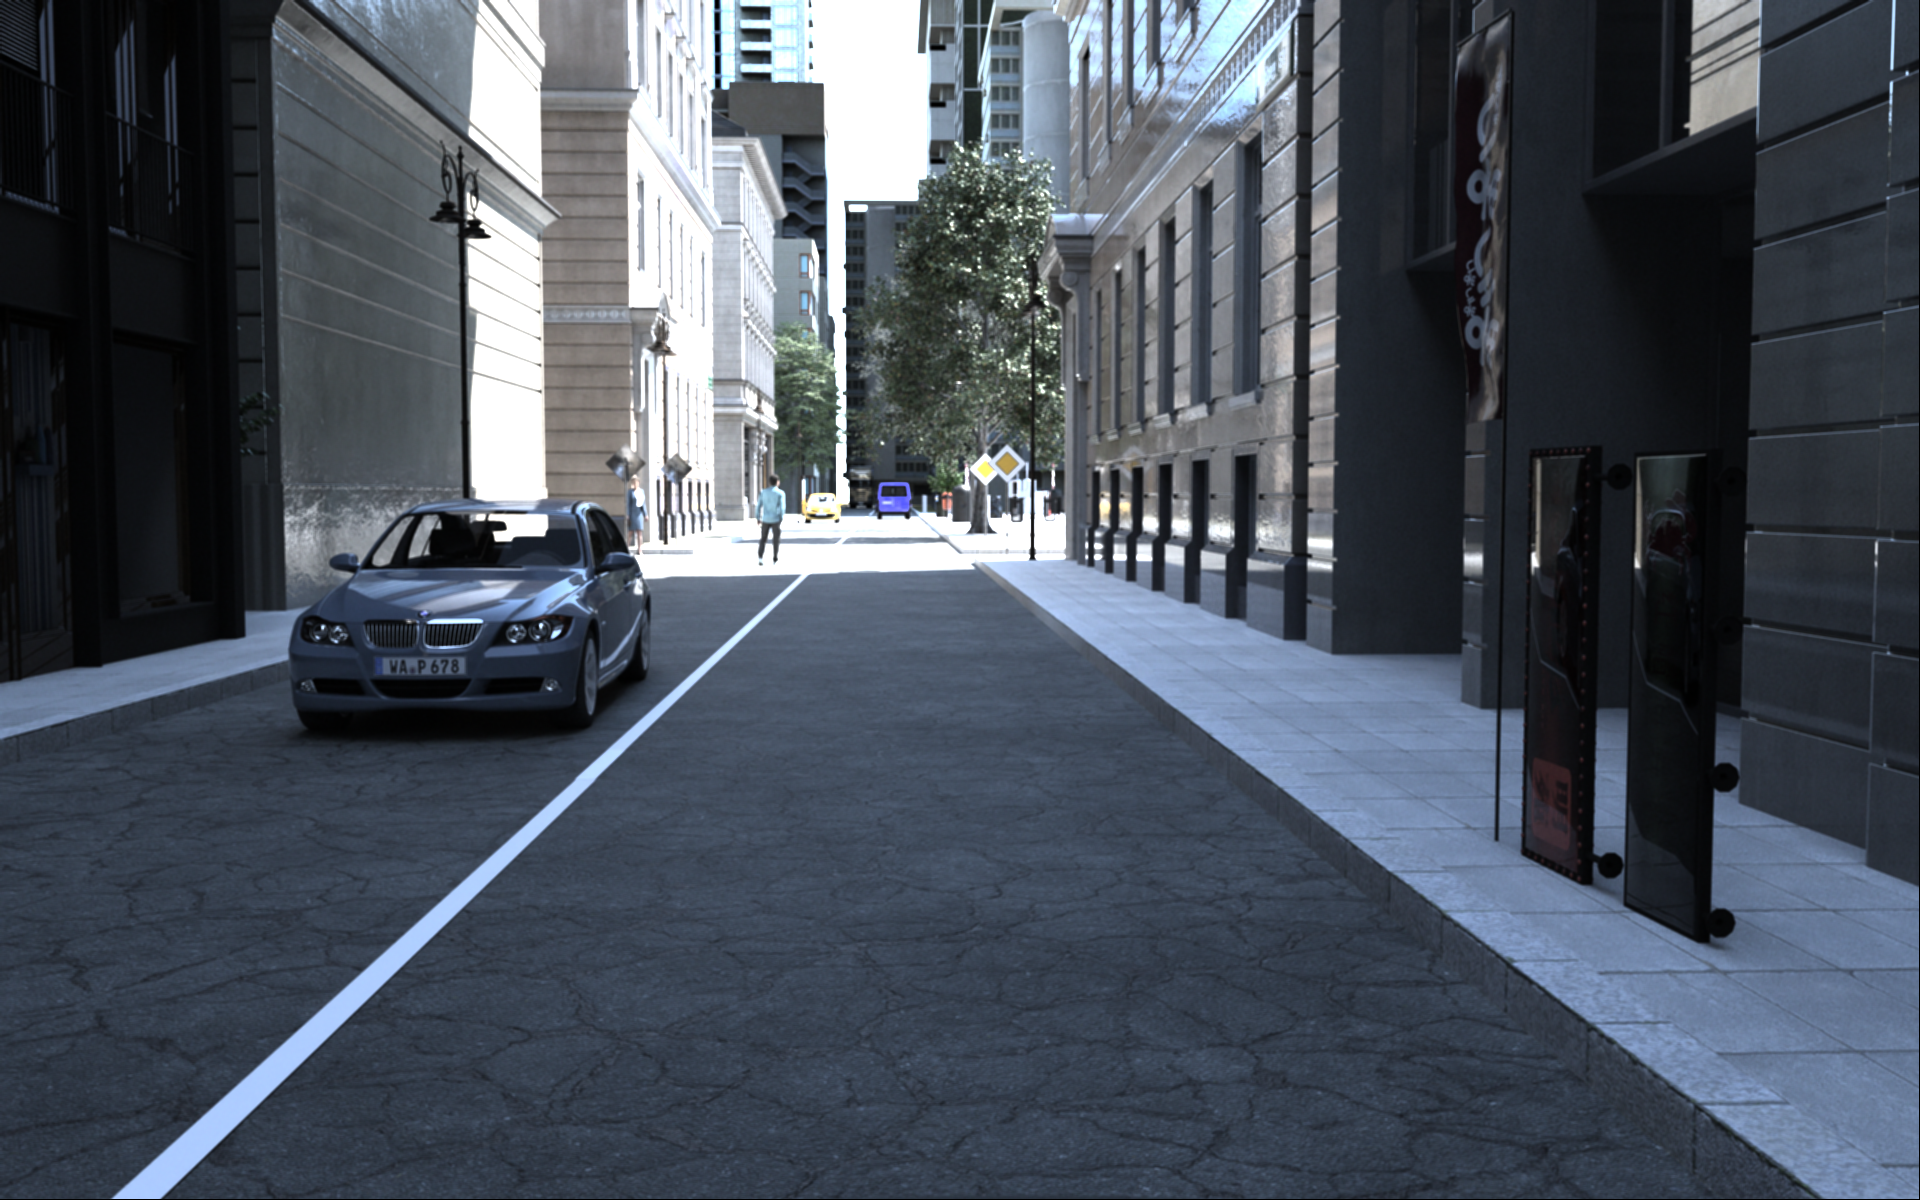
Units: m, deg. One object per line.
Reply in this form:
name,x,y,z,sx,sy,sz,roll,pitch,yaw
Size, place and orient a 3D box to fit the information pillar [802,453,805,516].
information pillar,-9.032,-6.637,99.862,0.183,3.616,0.504,0,4,4

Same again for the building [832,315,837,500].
building,-25.809,-19.333,161.128,27.650,21.520,28.899,0,4,-2

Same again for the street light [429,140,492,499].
street light,-6.630,-3.080,23.151,0.468,5.910,1.993,0,4,-2

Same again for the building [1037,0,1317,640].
building,8.673,-14.578,24.258,13.634,28.700,20.117,0,4,-2

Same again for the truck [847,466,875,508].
truck,-10.100,-11.501,176.946,2.839,4.237,11.283,0,4,-3

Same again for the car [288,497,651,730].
car,-3.216,-0.005,12.090,2.014,1.417,4.499,0,4,-3

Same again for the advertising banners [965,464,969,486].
advertising banners,0.731,-6.366,100.270,0.090,3.025,2.074,2,4,27

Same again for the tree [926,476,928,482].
tree,-1.084,-6.081,94.031,1.663,3.219,1.824,0,3,0

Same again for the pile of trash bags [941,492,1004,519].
pile of trash bags,0.666,-4.928,90.328,3.447,1.369,1.912,1,4,17

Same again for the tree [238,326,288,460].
tree,-7.704,-1.360,16.834,1.663,3.219,1.824,0,3,0

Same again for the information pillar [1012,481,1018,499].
information pillar,3.149,-5.826,99.746,0.304,2.012,0.304,-1,4,-8

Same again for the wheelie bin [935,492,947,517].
wheelie bin,-0.931,-5.440,96.846,0.693,1.594,0.980,3,5,43

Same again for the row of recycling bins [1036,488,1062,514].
row of recycling bins,5.469,-6.622,115.382,1.069,1.692,3.534,-3,5,-41

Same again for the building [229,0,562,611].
building,-21.913,-11.727,25.025,30.059,22.955,16.112,0,4,-2

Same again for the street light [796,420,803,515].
street light,-9.889,-8.174,106.438,0.468,5.910,1.993,0,4,-2

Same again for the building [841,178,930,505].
building,-2.606,-32.050,215.890,23.993,40.220,32.217,0,4,-2

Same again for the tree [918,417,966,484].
tree,-1.214,-10.286,118.540,4.360,8.622,3.978,0,3,0

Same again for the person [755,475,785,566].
person,-3.825,-1.604,34.739,0.660,1.820,0.620,1,4,14

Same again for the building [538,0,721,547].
building,-14.509,-16.204,50.843,13.634,28.700,20.117,0,4,-2

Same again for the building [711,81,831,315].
building,-21.210,-32.729,185.224,14.200,45.320,14.600,0,4,-2

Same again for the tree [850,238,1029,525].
tree,0.422,-9.823,70.984,12.009,13.543,11.850,0,3,0

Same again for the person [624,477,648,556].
person,-7.412,-1.895,39.514,0.581,1.822,0.654,-2,4,-31

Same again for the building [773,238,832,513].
building,-24.315,-17.510,131.332,27.650,21.520,28.899,0,4,-2

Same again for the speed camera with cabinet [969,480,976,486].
speed camera with cabinet,1.043,-7.112,110.621,0.660,3.252,2.038,1,4,10

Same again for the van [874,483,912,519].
van,-3.813,-5.808,99.340,2.240,2.365,5.245,0,4,-3

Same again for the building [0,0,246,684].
building,-12.243,-10.827,6.692,12.332,23.373,15.834,0,4,-2

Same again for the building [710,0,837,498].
building,-30.676,-54.860,209.634,31.000,86.520,22.319,0,4,-2

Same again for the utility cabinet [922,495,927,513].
utility cabinet,-2.391,-6.469,116.933,0.306,1.237,1.020,0,4,-4

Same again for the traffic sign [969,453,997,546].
traffic sign,0.625,-2.376,42.485,0.795,2.450,0.064,0,4,-2

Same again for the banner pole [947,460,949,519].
banner pole,-0.609,-5.984,87.854,0.401,3.779,0.863,0,4,-1

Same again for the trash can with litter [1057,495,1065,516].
trash can with litter,6.630,-5.573,102.184,2.233,1.210,1.678,-1,4,-16

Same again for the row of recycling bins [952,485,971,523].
row of recycling bins,0.413,-4.388,78.860,1.069,1.692,3.534,1,4,17

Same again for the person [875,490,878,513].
person,-6.361,-7.635,134.135,0.742,1.727,0.445,3,5,43

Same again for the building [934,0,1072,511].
building,14.290,-26.980,132.996,32.217,40.220,23.993,0,4,-2

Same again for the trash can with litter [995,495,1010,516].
trash can with litter,2.549,-5.719,104.562,1.678,1.210,2.233,2,4,27

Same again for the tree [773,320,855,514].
tree,-10.545,-11.927,113.126,7.486,12.596,7.792,0,3,0

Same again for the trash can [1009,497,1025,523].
trash can,2.515,-3.966,76.490,0.748,1.137,0.748,0,3,0

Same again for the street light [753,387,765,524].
street light,-8.665,-6.239,74.789,0.468,5.910,1.993,0,4,-2

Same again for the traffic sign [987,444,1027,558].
traffic sign,0.937,-1.888,34.506,0.795,2.450,0.064,0,4,-2

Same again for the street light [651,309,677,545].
street light,-7.393,-4.317,43.377,0.468,5.910,1.993,0,4,-2

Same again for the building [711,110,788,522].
building,-14.522,-14.094,81.351,10.553,20.767,40.483,0,4,-2

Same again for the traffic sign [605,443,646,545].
traffic sign,-6.603,-1.871,34.233,0.795,2.450,0.064,0,4,-2

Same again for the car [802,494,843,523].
car,-6.821,-4.631,85.938,2.015,1.641,3.980,0,4,-3

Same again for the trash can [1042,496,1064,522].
trash can,4.151,-4.178,79.963,0.748,1.137,0.748,0,3,0

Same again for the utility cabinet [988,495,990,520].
utility cabinet,1.057,-4.586,86.150,0.306,1.237,1.020,3,5,40

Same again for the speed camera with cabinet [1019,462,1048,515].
speed camera with cabinet,4.718,-6.886,106.923,0.660,3.252,2.038,-3,4,-37

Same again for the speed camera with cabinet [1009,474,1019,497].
speed camera with cabinet,3.818,-7.085,110.173,0.660,3.252,2.038,2,4,30

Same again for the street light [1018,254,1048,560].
street light,1.412,-3.718,33.581,0.468,5.910,1.993,0,4,-2

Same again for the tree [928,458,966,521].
tree,-0.566,-5.374,82.466,1.663,3.219,1.824,0,3,0

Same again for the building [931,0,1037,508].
building,7.923,-43.812,154.579,20.563,71.187,20.611,0,4,-2

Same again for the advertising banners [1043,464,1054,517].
advertising banners,5.003,-6.173,97.112,0.090,3.025,2.074,1,4,21

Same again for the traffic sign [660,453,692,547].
traffic sign,-6.914,-2.359,42.212,0.795,2.450,0.064,0,4,-2

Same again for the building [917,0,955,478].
building,10.087,-36.086,179.252,28.713,52.752,27.495,0,4,-2

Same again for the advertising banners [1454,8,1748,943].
advertising banners,2.036,-0.588,5.798,0.090,3.025,2.074,0,4,-5

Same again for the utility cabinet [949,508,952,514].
utility cabinet,-0.959,-6.014,109.492,1.020,1.237,0.306,2,4,33

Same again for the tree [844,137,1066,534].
tree,0.803,-8.487,55.763,9.611,12.733,9.660,0,3,0
